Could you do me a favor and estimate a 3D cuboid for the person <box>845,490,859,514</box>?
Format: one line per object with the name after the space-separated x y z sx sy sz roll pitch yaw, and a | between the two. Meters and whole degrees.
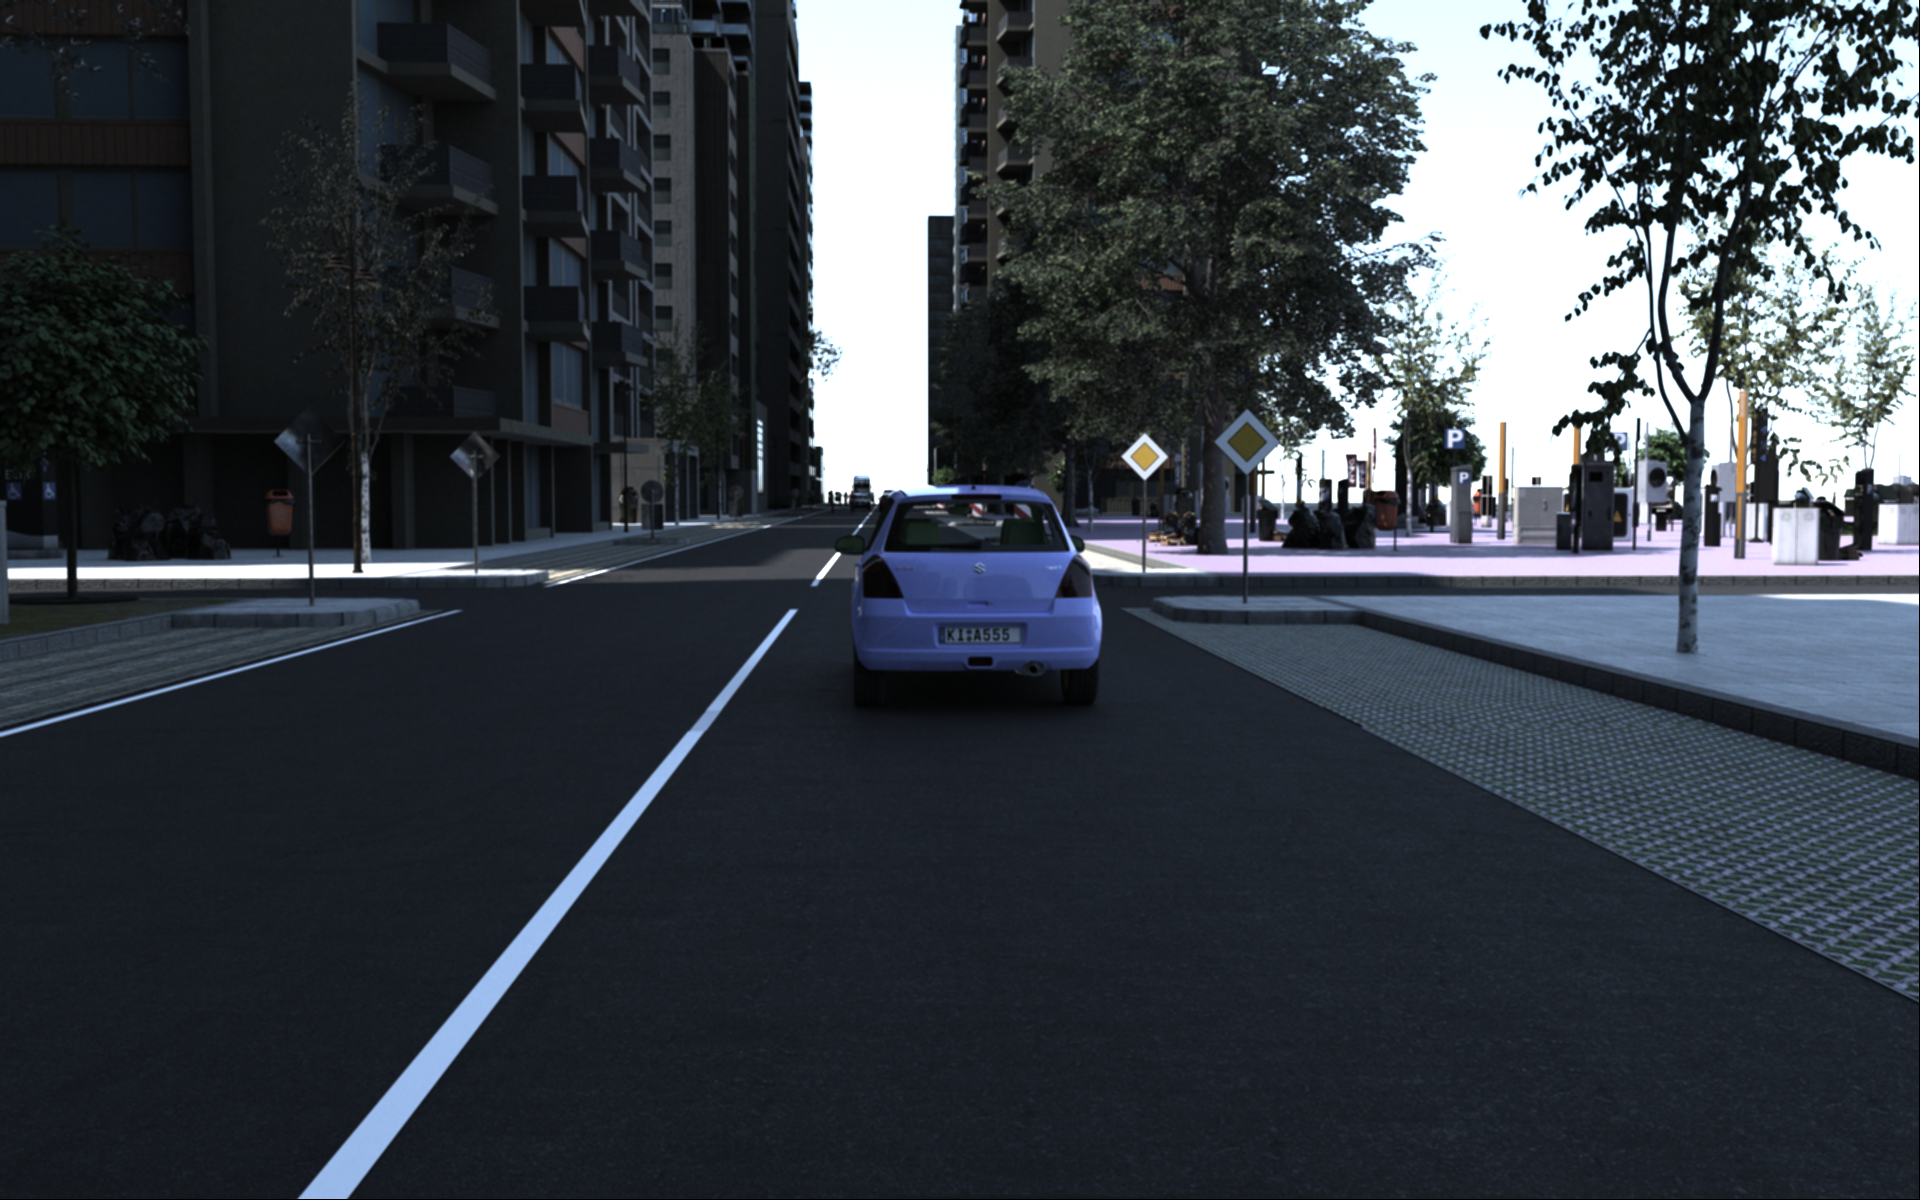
-7.956 -7.174 126.515 1.217 1.743 0.721 -1 4 -22 | person

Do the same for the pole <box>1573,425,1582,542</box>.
15.509 -3.041 43.570 0.158 3.312 0.155 0 3 0 | pole

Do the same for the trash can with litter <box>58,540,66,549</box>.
-19.668 -1.569 37.043 1.055 1.170 0.624 -2 4 -32 | trash can with litter

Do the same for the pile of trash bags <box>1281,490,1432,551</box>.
9.105 -1.886 40.596 1.912 1.369 3.447 -2 4 -25 | pile of trash bags

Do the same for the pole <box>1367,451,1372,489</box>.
19.530 -5.433 82.676 0.158 3.312 0.155 0 3 0 | pole

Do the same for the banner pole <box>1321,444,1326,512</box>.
18.021 -5.869 85.977 0.401 3.779 0.863 2 4 27 | banner pole

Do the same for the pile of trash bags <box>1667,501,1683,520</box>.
35.652 -4.645 85.692 3.447 1.369 1.912 -1 4 -14 | pile of trash bags

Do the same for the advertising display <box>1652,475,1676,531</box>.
24.215 -3.336 59.762 0.123 1.923 0.974 -2 4 -33 | advertising display

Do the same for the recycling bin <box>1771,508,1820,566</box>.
15.146 -1.153 31.403 0.722 1.027 0.722 1 4 22 | recycling bin

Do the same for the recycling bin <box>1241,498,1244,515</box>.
17.391 -5.600 104.115 0.722 1.027 0.722 3 5 42 | recycling bin

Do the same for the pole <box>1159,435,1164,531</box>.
6.927 -4.017 59.528 0.158 3.312 0.155 0 3 0 | pole

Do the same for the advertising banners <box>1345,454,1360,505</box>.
17.713 -4.821 75.009 2.074 3.025 0.090 1 4 9 | advertising banners

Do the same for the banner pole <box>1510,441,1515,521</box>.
26.130 -5.619 81.883 0.401 3.779 0.863 2 4 27 | banner pole

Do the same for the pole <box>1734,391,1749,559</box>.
15.468 -2.472 34.268 0.158 3.312 0.155 0 3 0 | pole

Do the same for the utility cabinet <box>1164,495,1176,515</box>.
11.942 -5.383 99.167 1.020 1.237 0.306 2 4 35 | utility cabinet

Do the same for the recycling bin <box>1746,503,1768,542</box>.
21.621 -2.114 47.115 0.722 1.027 0.722 3 5 41 | recycling bin

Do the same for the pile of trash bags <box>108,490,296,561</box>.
-15.032 -1.510 34.443 3.447 1.369 1.912 -2 4 -30 | pile of trash bags

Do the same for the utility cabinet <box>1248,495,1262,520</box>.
14.654 -4.619 86.676 1.020 1.237 0.306 -2 4 -35 | utility cabinet

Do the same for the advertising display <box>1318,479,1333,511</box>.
15.389 -4.143 72.945 0.123 1.923 0.974 -1 4 -17 | advertising display

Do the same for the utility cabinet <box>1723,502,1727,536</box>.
22.986 -2.568 53.142 0.306 1.237 1.020 -2 4 -30 | utility cabinet

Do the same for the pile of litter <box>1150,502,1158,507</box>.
10.395 -4.906 94.181 1.719 0.858 1.176 0 4 -3 | pile of litter

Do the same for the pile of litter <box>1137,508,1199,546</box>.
5.486 -1.800 43.391 1.719 0.858 1.176 -2 4 -35 | pile of litter

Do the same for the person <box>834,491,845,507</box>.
-13.603 -11.479 196.258 1.350 1.814 0.705 -3 4 -36 | person

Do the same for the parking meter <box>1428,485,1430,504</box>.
27.017 -5.710 99.072 0.399 1.863 0.255 -1 4 -16 | parking meter

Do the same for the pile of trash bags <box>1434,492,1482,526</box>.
19.869 -3.695 70.158 3.447 1.369 1.912 -1 4 -20 | pile of trash bags

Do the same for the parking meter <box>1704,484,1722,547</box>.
18.412 -2.076 42.347 0.372 1.533 0.369 0 3 0 | parking meter

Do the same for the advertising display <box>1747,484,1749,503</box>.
48.419 -6.137 105.551 0.974 1.923 0.123 2 4 31 | advertising display

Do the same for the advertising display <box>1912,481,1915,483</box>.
46.583 -4.912 85.527 0.123 1.923 0.974 -3 5 -43 | advertising display

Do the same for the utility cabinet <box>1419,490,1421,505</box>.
22.418 -4.754 86.411 0.318 1.500 1.173 -3 4 -38 | utility cabinet

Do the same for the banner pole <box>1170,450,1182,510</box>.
11.310 -6.182 91.091 0.863 3.779 0.401 -1 4 -18 | banner pole

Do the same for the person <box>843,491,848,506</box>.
-14.089 -12.569 214.020 0.705 1.822 1.348 1 4 18 | person

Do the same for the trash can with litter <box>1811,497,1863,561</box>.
16.943 -1.357 33.579 1.055 1.170 0.624 -1 4 -22 | trash can with litter

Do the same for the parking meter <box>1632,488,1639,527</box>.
26.315 -3.621 67.606 0.372 1.533 0.369 0 3 0 | parking meter

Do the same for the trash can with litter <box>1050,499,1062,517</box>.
4.638 -4.510 85.118 1.055 1.170 0.624 1 4 18 | trash can with litter

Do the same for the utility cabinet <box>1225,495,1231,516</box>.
15.556 -5.602 102.761 1.020 1.237 0.306 -2 4 -24 | utility cabinet

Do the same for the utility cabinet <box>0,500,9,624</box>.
-9.842 -0.382 17.410 0.306 1.237 1.020 -3 5 -39 | utility cabinet

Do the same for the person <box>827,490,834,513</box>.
-10.112 -7.687 134.714 0.750 1.759 0.617 1 4 14 | person

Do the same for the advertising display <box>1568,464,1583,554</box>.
13.407 -1.988 37.711 0.123 1.923 0.974 1 4 12 | advertising display

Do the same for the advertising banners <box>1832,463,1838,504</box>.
47.244 -5.952 93.505 0.090 3.025 2.074 1 4 21 | advertising banners

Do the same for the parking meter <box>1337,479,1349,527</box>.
14.540 -3.675 65.790 0.255 1.863 0.399 -2 4 -33 | parking meter

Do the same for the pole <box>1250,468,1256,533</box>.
9.722 -3.888 57.407 0.158 3.312 0.155 0 3 0 | pole

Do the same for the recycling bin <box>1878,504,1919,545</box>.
23.641 -1.897 43.562 0.722 1.027 0.722 0 4 -7 | recycling bin

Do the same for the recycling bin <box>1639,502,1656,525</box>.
28.696 -3.634 71.978 0.722 1.027 0.722 2 4 33 | recycling bin

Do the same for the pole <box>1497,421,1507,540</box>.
15.242 -3.355 48.690 0.158 3.312 0.155 0 3 0 | pole

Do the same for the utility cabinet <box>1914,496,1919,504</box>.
33.917 -3.068 61.325 0.306 1.237 1.020 2 4 30 | utility cabinet

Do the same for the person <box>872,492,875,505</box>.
-11.257 -13.076 223.017 0.721 1.743 1.217 -1 4 -10 | person

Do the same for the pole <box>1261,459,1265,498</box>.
17.143 -6.363 97.884 0.158 3.312 0.155 0 3 0 | pole

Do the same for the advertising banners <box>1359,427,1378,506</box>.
10.898 -3.051 46.077 0.090 3.025 2.074 0 4 6 | advertising banners

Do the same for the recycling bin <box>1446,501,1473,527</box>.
19.297 -3.326 66.931 0.722 1.027 0.722 -2 4 -25 | recycling bin

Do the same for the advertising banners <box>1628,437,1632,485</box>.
20.049 -3.426 52.207 0.090 3.025 2.074 2 4 30 | advertising banners

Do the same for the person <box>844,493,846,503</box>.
-16.528 -14.845 251.078 0.599 1.838 0.709 -2 4 -24 | person

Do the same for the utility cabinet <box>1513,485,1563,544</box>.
14.597 -2.144 43.732 1.173 1.500 0.318 0 4 -6 | utility cabinet

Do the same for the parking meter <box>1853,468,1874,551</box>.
20.534 -2.058 39.365 0.399 1.863 0.255 -2 4 -29 | parking meter
